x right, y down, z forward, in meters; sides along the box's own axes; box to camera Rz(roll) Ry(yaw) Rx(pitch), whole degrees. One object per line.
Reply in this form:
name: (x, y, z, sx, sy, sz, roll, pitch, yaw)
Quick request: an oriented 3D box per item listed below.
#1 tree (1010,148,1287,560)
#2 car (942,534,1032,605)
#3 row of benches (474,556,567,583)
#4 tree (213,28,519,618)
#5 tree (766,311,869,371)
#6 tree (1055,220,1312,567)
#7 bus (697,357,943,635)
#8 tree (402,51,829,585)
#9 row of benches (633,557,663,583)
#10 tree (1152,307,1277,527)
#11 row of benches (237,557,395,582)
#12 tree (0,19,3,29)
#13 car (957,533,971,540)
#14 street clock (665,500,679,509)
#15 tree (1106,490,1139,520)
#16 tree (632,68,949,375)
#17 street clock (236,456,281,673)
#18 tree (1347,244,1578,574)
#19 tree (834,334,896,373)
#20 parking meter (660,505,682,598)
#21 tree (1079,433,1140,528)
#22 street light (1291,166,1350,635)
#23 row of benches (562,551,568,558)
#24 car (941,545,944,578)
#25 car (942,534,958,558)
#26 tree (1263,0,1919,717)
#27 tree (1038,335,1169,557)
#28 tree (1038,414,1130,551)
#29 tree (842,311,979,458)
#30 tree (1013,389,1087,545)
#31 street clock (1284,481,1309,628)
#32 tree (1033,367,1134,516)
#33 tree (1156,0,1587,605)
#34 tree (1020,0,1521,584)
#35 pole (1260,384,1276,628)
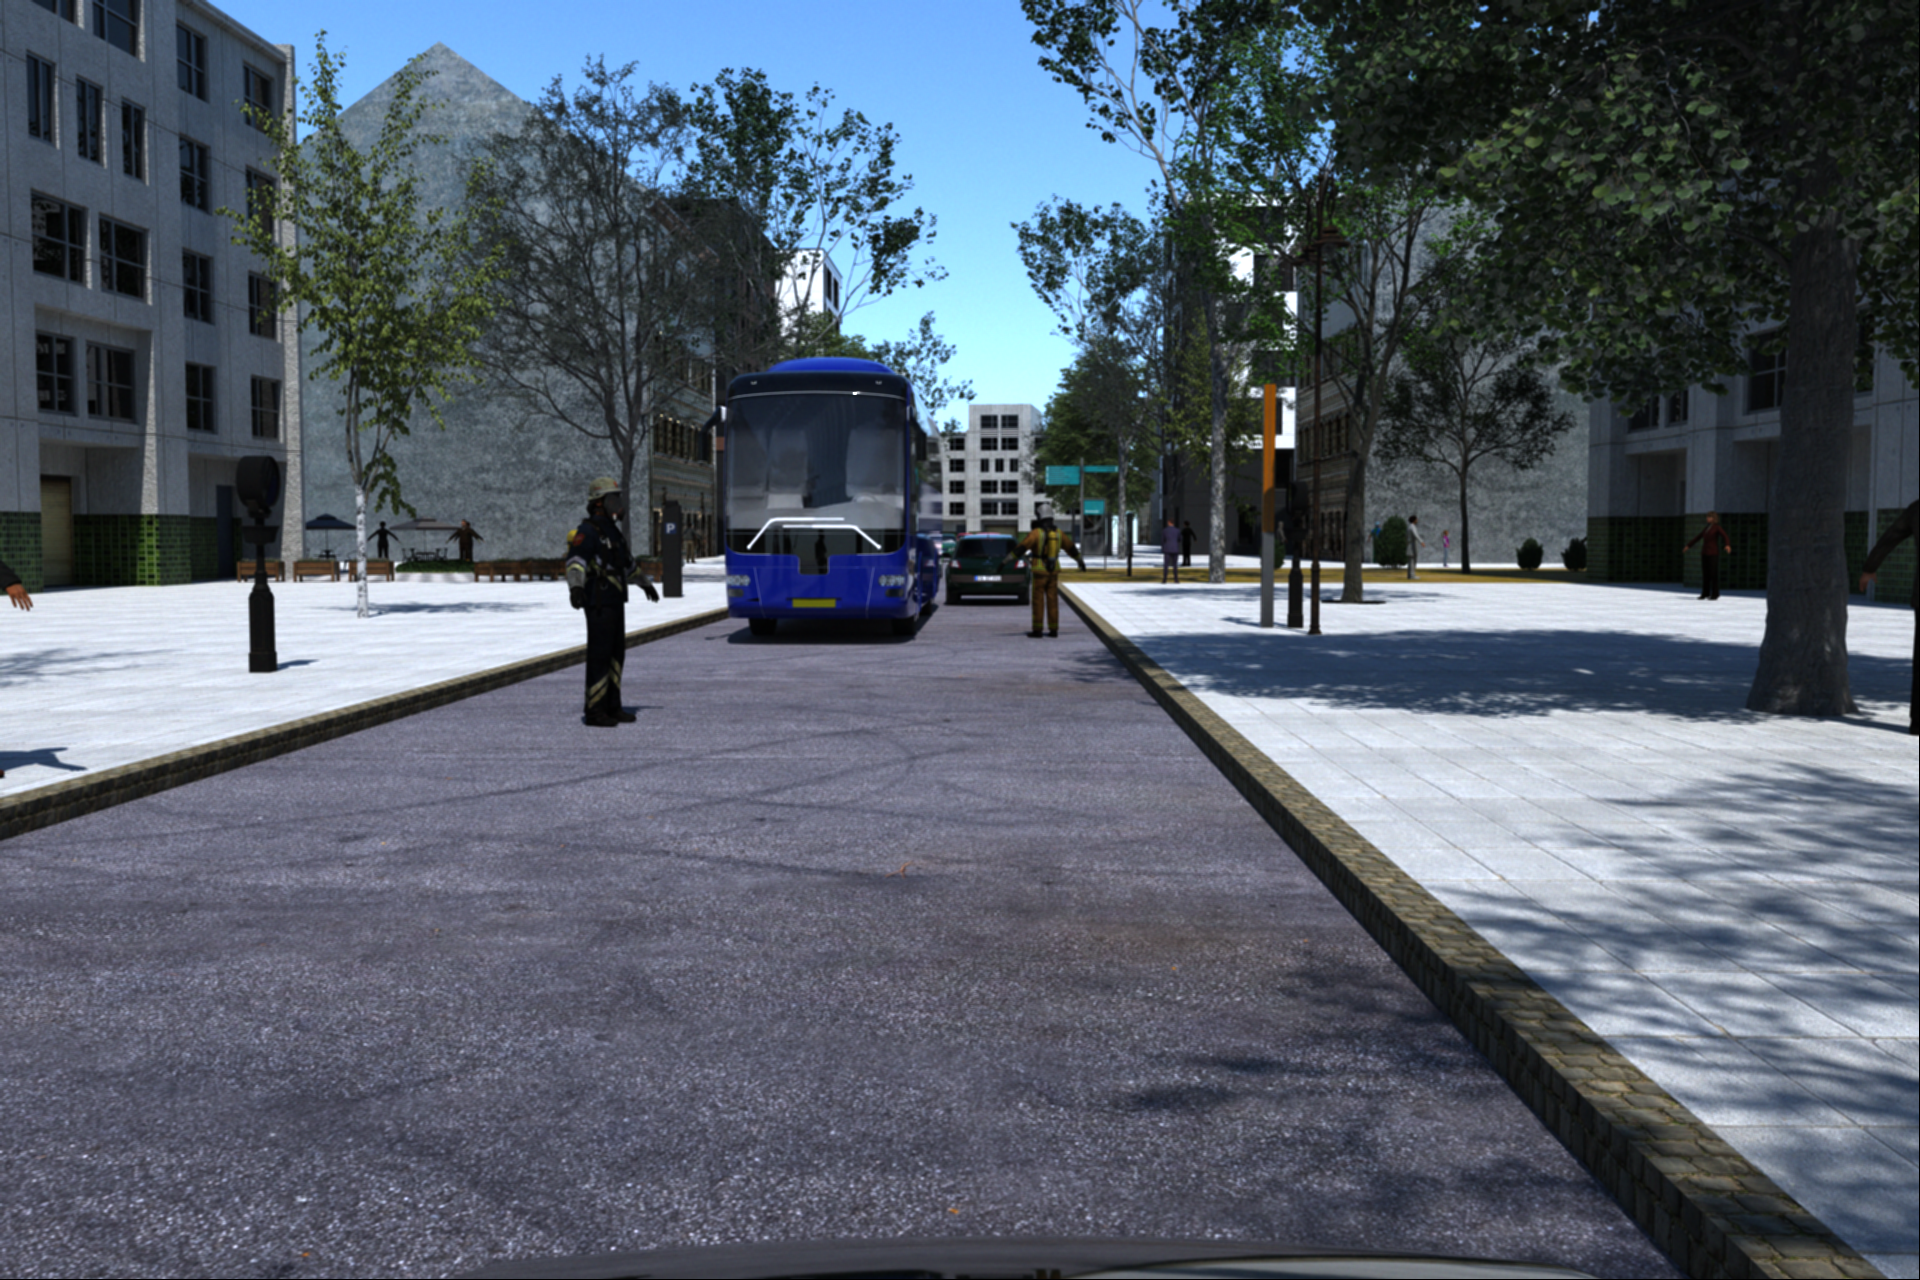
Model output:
tree: (9.164, -14.038, 85.408, 12.611, 20.169, 13.585, 0, 3, 0)
car: (0.603, -1.618, 36.234, 2.009, 1.686, 4.222, 0, 4, 2)
row of benches: (-11.624, -1.972, 47.711, 1.422, 0.672, 4.104, 2, 4, 30)
tree: (-8.929, -4.649, 26.381, 4.737, 8.622, 4.395, 0, 3, 0)
tree: (-7.412, -10.375, 87.754, 7.486, 12.596, 7.792, 0, 3, 0)
tree: (8.285, -9.589, 67.148, 12.009, 13.543, 11.850, 0, 3, 0)
bus: (-1.733, -2.220, 27.842, 2.896, 3.916, 12.251, 0, 4, 1)
tree: (-8.584, -8.182, 44.141, 12.009, 13.543, 11.850, 0, 3, 0)
row of benches: (-8.724, -1.939, 47.158, 1.422, 0.672, 4.104, -2, 4, -34)
tree: (8.284, -6.448, 55.784, 4.737, 8.622, 4.395, 0, 3, 0)
row of benches: (-17.233, -1.906, 46.633, 4.104, 0.672, 1.422, 0, 4, -6)
tree: (-8.893, -3.836, 13.078, 4.360, 8.622, 3.978, 0, 3, 0)
car: (0.497, -8.162, 142.481, 2.155, 1.783, 4.494, 0, 4, 1)
street clock: (-6.183, -1.997, 37.220, 0.358, 2.002, 0.471, 0, 4, 2)
tree: (23.202, -18.834, 242.348, 7.601, 10.594, 8.767, 1, 4, 9)
tree: (-6.847, -13.042, 69.119, 12.611, 20.169, 13.585, 0, 3, 0)
street clock: (-6.482, -0.702, 16.052, 0.358, 2.002, 0.471, 0, 4, 0)
tree: (16.038, -7.423, 55.770, 7.601, 10.594, 8.767, 0, 4, 4)
tree: (-6.436, -11.009, 98.129, 7.486, 12.596, 7.792, 0, 3, 0)
parking meter: (-5.843, -1.794, 35.041, 0.399, 1.863, 0.255, 0, 4, 1)
tree: (8.483, -9.567, 106.778, 4.360, 8.622, 3.978, 0, 3, 0)
street light: (4.544, -3.010, 22.007, 0.468, 5.910, 1.993, 0, 4, 1)
row of benches: (-14.153, -2.947, 63.648, 1.422, 0.672, 4.104, -1, 4, -17)
car: (-1.476, -2.825, 54.993, 1.959, 1.807, 4.718, 0, 4, 1)
car: (-0.888, -4.844, 90.998, 2.131, 1.459, 4.920, 0, 4, 2)
tree: (6.158, -6.456, 12.212, 9.857, 13.997, 8.962, 0, 3, 0)
tree: (8.344, -11.057, 98.916, 7.486, 12.596, 7.792, 0, 3, 0)
tree: (9.640, -12.756, 134.314, 9.928, 11.665, 9.643, 0, 3, 0)
tree: (-4.807, -17.864, 147.965, 12.611, 20.169, 13.585, 0, 3, 0)
tree: (9.564, -14.434, 146.362, 12.009, 13.543, 11.850, 0, 3, 0)
street clock: (4.588, -1.166, 23.641, 0.358, 2.002, 0.471, 0, 4, 2)
tree: (8.419, -12.082, 115.662, 7.486, 12.596, 7.792, 0, 3, 0)
tree: (7.445, -6.481, 31.727, 9.928, 11.665, 9.643, 0, 3, 0)
tree: (7.743, -11.468, 43.386, 12.611, 20.169, 13.585, 0, 3, 0)
pole: (4.212, -1.825, 23.674, 0.158, 3.312, 0.155, 0, 3, 0)
